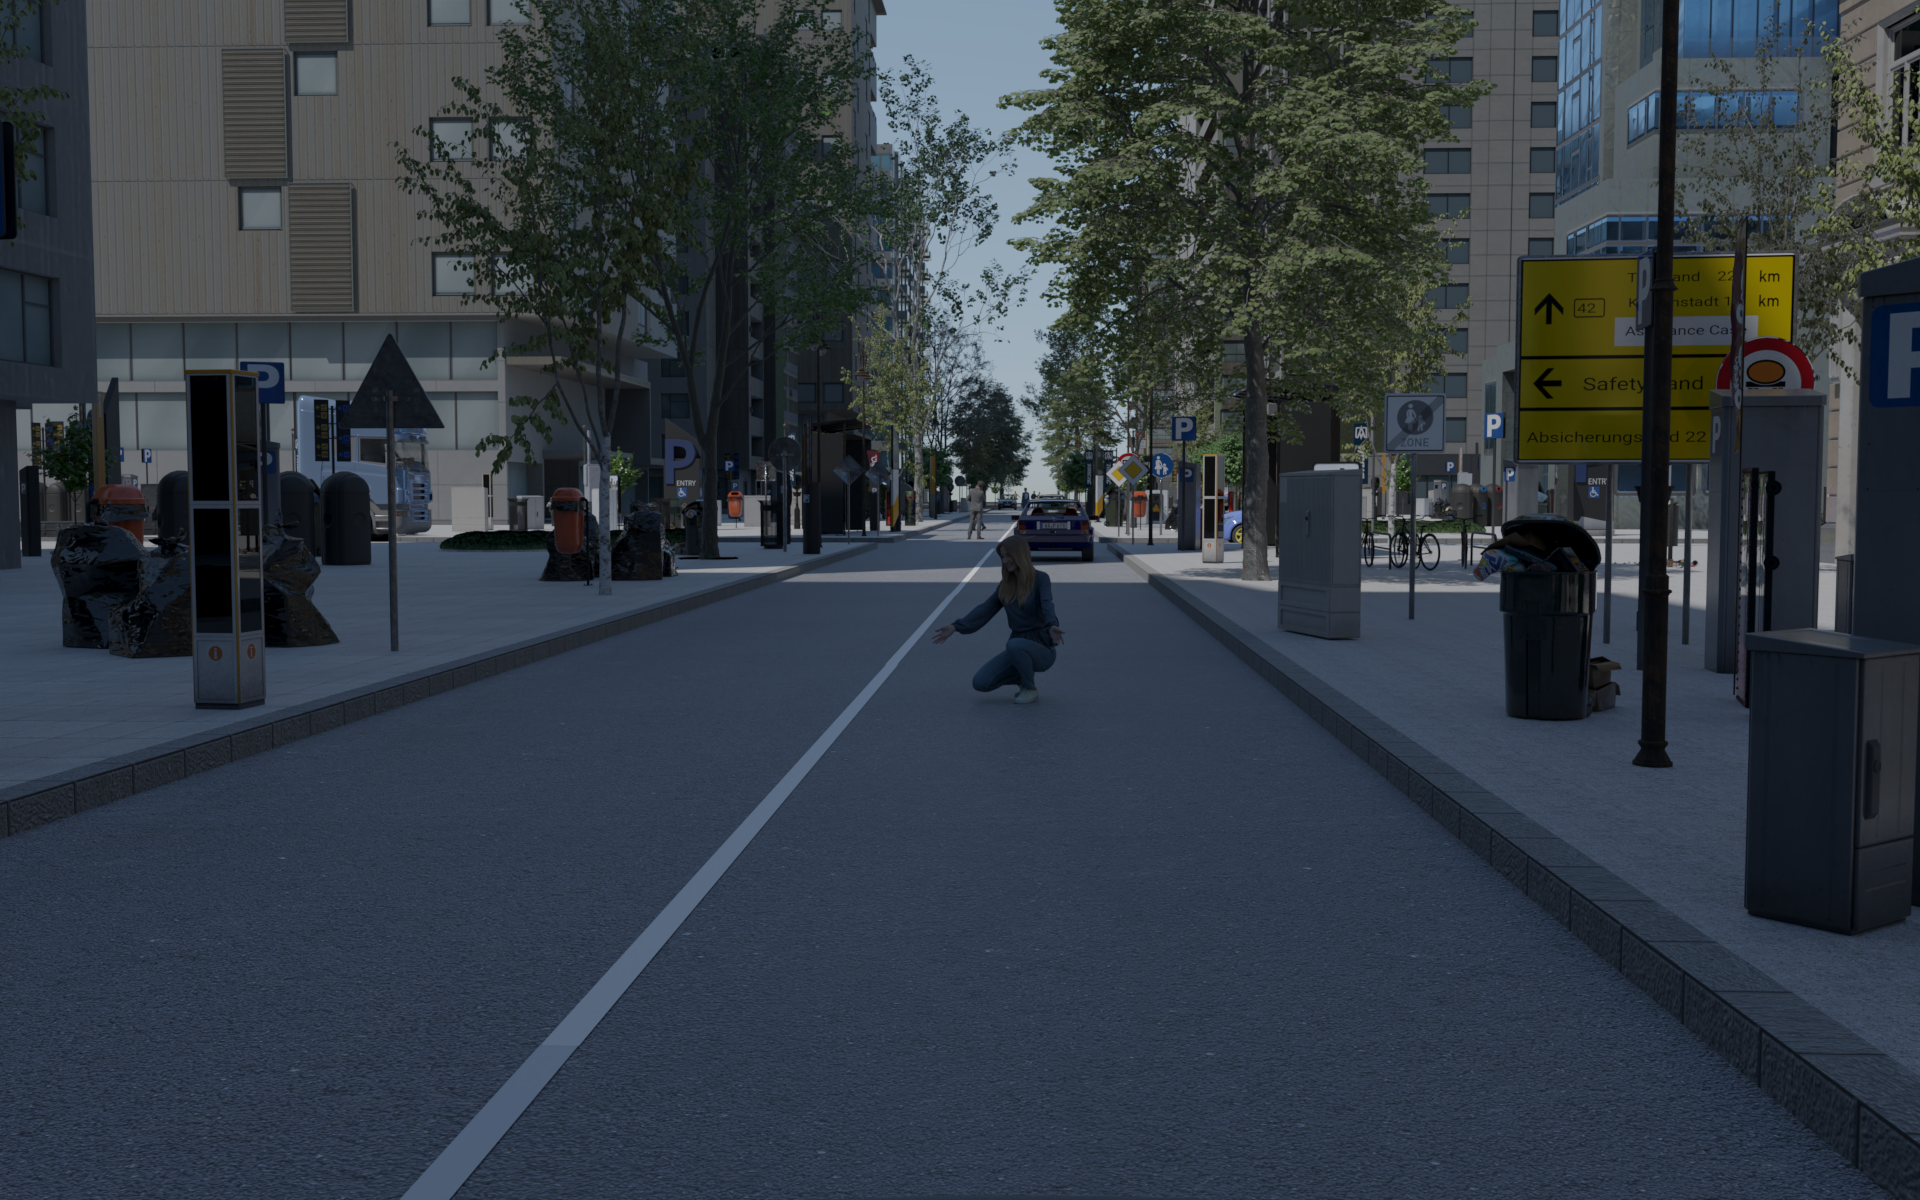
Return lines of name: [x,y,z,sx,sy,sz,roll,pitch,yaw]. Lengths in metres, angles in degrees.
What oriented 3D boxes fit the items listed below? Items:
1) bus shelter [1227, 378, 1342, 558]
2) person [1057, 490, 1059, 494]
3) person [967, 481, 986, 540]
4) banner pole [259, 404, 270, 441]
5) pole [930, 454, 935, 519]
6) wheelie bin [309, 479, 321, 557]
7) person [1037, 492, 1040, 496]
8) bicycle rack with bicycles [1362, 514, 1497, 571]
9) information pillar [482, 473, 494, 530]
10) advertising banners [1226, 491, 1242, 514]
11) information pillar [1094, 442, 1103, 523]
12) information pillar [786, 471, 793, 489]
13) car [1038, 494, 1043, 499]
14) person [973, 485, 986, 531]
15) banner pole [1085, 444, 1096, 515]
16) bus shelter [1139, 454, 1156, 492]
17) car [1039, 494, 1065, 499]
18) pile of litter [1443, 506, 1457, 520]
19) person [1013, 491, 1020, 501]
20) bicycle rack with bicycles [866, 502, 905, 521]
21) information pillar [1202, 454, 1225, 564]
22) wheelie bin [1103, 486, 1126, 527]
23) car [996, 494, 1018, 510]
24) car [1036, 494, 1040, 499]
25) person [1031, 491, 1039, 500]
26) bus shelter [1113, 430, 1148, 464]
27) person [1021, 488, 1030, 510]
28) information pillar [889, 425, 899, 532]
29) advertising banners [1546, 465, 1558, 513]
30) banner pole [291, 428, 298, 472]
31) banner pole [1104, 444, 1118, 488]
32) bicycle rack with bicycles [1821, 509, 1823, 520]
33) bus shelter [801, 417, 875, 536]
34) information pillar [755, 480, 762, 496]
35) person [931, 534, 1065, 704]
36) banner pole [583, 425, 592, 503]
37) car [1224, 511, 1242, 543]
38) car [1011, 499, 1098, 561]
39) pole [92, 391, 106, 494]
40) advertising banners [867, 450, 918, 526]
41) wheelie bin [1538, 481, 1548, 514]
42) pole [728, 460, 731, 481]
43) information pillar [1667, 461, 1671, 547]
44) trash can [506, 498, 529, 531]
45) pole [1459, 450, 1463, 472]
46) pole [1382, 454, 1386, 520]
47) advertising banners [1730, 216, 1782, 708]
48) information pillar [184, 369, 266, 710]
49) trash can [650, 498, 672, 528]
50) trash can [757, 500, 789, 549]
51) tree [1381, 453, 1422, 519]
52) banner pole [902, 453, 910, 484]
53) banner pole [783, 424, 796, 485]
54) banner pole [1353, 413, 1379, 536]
bus shelter: [7.036,-2.855,37.957,1.731,3.624,6.357,0,4,3]
person: [6.772,-6.732,119.567,0.512,1.701,0.522,2,4,24]
person: [0.520,-2.836,54.678,0.655,1.846,0.447,1,4,21]
banner pole: [-14.661,-2.830,36.294,0.401,3.779,0.863,2,4,26]
pole: [-1.498,-6.044,92.659,0.158,3.312,0.155,0,3,0]
wheelie bin: [-13.361,-1.691,35.549,0.693,1.594,0.980,-3,4,-38]
person: [13.053,-16.897,284.900,1.348,1.807,0.705,2,4,34]
bicycle rack with bicycles: [8.099,-1.021,30.075,2.852,0.926,2.925,0,4,5]
information pillar: [-16.742,-3.482,61.415,0.304,2.012,0.304,0,4,1]
advertising banners: [15.158,-6.145,96.652,0.090,3.025,2.074,-1,4,-22]
information pillar: [6.278,-5.307,78.121,0.183,3.616,0.504,3,4,36]
information pillar: [-8.530,-5.838,86.798,0.183,3.616,0.504,-3,4,-38]
car: [7.906,-9.143,159.716,2.015,1.641,3.980,0,4,3]
person: [0.674,-3.627,67.902,0.767,1.812,0.694,0,4,-6]
banner pole: [6.557,-5.879,86.135,0.863,3.779,0.401,-2,4,-30]
bus shelter: [9.293,-5.892,90.259,2.014,3.302,5.546,0,4,3]
car: [4.815,-4.954,90.780,2.009,1.686,4.222,0,4,2]
pile of litter: [17.641,-2.898,61.341,1.719,0.858,1.176,-3,5,-44]
person: [7.006,-12.856,218.787,1.348,1.812,0.705,1,4,19]
bicycle rack with bicycles: [-3.996,-4.256,82.969,2.852,0.926,2.925,-3,5,-42]
information pillar: [4.691,-1.685,32.049,0.304,2.012,0.304,3,4,38]
wheelie bin: [6.080,-3.664,67.818,0.693,1.594,0.980,3,5,40]
car: [4.297,-8.990,156.777,2.009,1.686,4.222,0,4,2]
car: [12.633,-15.749,267.289,2.009,1.686,4.222,0,4,3]
person: [7.679,-10.330,177.929,0.617,1.759,0.750,2,4,34]
bus shelter: [10.522,-7.885,106.545,2.179,5.291,8.768,0,4,2]
person: [3.907,-5.789,103.175,0.581,1.822,0.654,0,4,3]
information pillar: [-2.216,-4.119,58.699,0.183,3.616,0.504,1,4,20]
advertising banners: [17.581,-3.377,51.400,0.090,3.025,2.074,2,4,27]
banner pole: [-25.073,-4.616,65.481,0.863,3.779,0.401,3,5,40]
banner pole: [7.571,-5.894,86.377,0.863,3.779,0.401,0,4,-2]
bicycle rack with bicycles: [29.987,-2.848,59.955,2.925,0.926,2.852,-2,4,-34]
bus shelter: [-3.892,-3.976,56.294,1.731,3.624,6.357,0,4,3]
information pillar: [-10.369,-5.179,89.175,0.304,2.012,0.304,-1,4,-9]
person: [0.413,0.128,11.913,0.738,1.151,1.012,-3,5,-44]
banner pole: [-13.610,-4.481,63.289,0.401,3.779,0.863,1,4,10]
car: [8.881,-2.356,48.118,3.694,1.707,1.945,0,4,2]
car: [2.088,-1.570,38.246,1.945,1.354,3.894,0,4,4]
pole: [-17.137,-2.486,34.494,0.158,3.312,0.155,0,3,0]
advertising banners: [-2.707,-4.479,69.414,2.074,3.025,0.090,-1,4,-12]
wheelie bin: [13.478,-2.026,41.035,0.693,1.594,0.980,-2,4,-35]
pole: [-13.789,-6.723,103.764,0.158,3.312,0.155,0,3,0]
information pillar: [17.176,-3.106,42.143,0.183,3.616,0.504,3,5,41]
trash can: [-14.776,-2.830,57.932,0.748,1.137,0.748,0,3,0]
pole: [22.914,-5.228,79.313,0.158,3.312,0.155,0,3,0]
pole: [21.334,-5.709,87.192,0.158,3.312,0.155,0,3,0]
advertising banners: [4.783,-0.873,10.468,0.090,3.025,2.074,1,4,18]
information pillar: [-4.400,-0.360,10.386,0.304,2.012,0.304,1,4,8]
trash can: [-9.718,-2.729,56.272,0.748,1.137,0.748,0,3,0]
trash can: [-4.375,-1.769,40.584,0.748,1.137,0.748,0,3,0]
tree: [19.133,-4.878,74.350,1.663,3.219,1.824,0,3,0]
banner pole: [-3.277,-7.122,106.459,0.863,3.779,0.401,1,4,13]
banner pole: [-6.054,-4.363,61.351,0.401,3.779,0.863,-3,5,-41]
banner pole: [12.574,-3.892,53.648,0.863,3.779,0.401,2,4,26]
